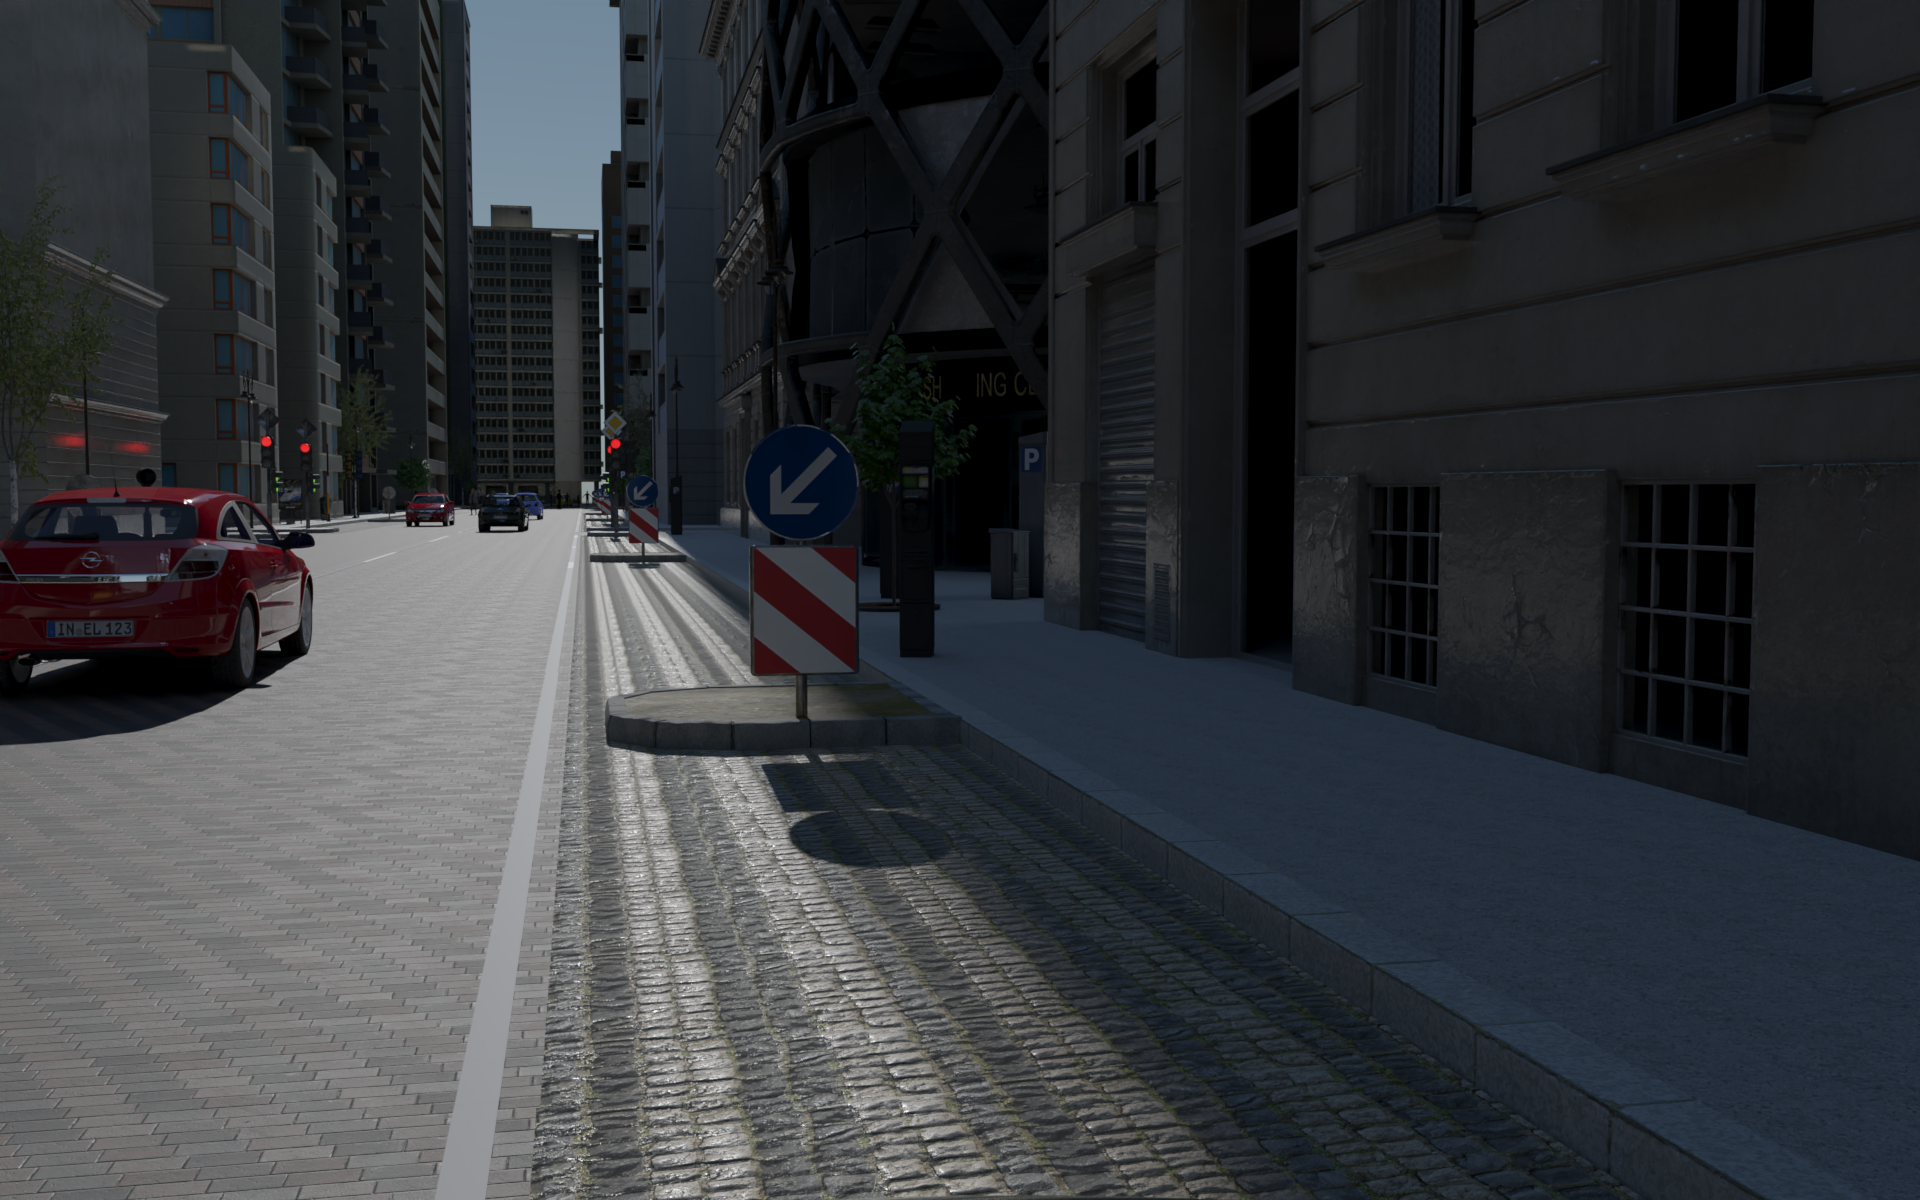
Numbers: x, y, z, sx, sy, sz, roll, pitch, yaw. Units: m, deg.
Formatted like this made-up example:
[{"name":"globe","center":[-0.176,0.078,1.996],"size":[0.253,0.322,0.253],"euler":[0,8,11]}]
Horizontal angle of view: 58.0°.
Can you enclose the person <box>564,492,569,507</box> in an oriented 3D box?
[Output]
[{"name":"person","center":[-43.052,-10.978,189.460],"size":[0.415,1.643,0.593],"euler":[2,4,29]}]

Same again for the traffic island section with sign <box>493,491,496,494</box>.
[{"name":"traffic island section with sign","center":[-51.547,-11.180,191.417],"size":[1.989,1.847,2.006],"euler":[-1,4,-12]}]

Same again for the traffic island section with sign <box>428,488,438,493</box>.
[{"name":"traffic island section with sign","center":[-34.956,-6.511,115.081],"size":[1.989,1.847,2.006],"euler":[-1,4,-12]}]

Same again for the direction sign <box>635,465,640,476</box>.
[{"name":"direction sign","center":[-25.120,-8.797,135.834],"size":[0.379,3.537,0.876],"euler":[2,4,32]}]

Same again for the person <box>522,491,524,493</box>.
[{"name":"person","center":[-45.390,-10.429,179.732],"size":[1.217,1.735,0.721],"euler":[-2,4,-27]}]

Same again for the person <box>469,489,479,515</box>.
[{"name":"person","center":[-33.238,-6.722,118.585],"size":[0.709,1.800,0.728],"euler":[1,4,8]}]

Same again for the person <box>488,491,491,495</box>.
[{"name":"person","center":[-50.110,-10.746,184.911],"size":[1.217,1.743,0.721],"euler":[-1,4,-18]}]

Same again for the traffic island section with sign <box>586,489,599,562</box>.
[{"name":"traffic island section with sign","center":[-6.893,-1.732,36.944],"size":[1.989,1.847,2.006],"euler":[-1,4,-12]}]

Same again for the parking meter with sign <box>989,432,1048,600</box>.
[{"name":"parking meter with sign","center":[1.065,-1.550,21.596],"size":[0.543,3.016,1.738],"euler":[3,5,39]}]

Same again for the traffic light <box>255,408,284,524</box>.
[{"name":"traffic light","center":[-22.505,-4.129,56.423],"size":[0.839,4.253,0.868],"euler":[-1,4,-12]}]

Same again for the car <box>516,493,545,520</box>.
[{"name":"car","center":[-24.335,-5.364,97.285],"size":[1.945,1.707,3.694],"euler":[-1,4,-11]}]

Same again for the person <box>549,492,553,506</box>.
[{"name":"person","center":[-47.991,-11.844,202.950],"size":[0.742,1.727,0.445],"euler":[3,4,38]}]

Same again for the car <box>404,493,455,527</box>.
[{"name":"car","center":[-23.824,-4.212,77.913],"size":[2.155,1.783,4.494],"euler":[-1,4,-11]}]

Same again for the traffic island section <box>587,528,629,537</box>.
[{"name":"traffic island section","center":[-11.657,-2.240,58.902],"size":[2.009,0.180,2.903],"euler":[-1,4,-12]}]

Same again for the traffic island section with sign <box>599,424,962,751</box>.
[{"name":"traffic island section with sign","center":[-1.162,-0.120,10.595],"size":[1.989,1.847,2.006],"euler":[-1,4,-12]}]

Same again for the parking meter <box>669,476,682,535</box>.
[{"name":"parking meter","center":[-8.914,-2.972,54.310],"size":[0.399,1.863,0.255],"euler":[-1,4,-10]}]

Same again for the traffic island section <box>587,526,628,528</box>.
[{"name":"traffic island section","center":[-13.354,-2.717,66.706],"size":[2.009,0.180,2.903],"euler":[-1,4,-12]}]

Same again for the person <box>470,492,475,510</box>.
[{"name":"person","center":[-43.318,-8.851,154.023],"size":[0.445,1.727,0.742],"euler":[0,4,4]}]

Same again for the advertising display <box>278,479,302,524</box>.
[{"name":"advertising display","center":[-28.797,-4.236,74.466],"size":[0.974,1.923,0.123],"euler":[-1,4,-22]}]

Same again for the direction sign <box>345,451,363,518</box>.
[{"name":"direction sign","center":[-31.914,-6.069,91.220],"size":[0.876,3.537,0.379],"euler":[-2,4,-29]}]

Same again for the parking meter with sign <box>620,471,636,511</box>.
[{"name":"parking meter with sign","center":[-24.959,-8.243,131.031],"size":[0.543,3.016,1.738],"euler":[2,4,25]}]

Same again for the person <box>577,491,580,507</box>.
[{"name":"person","center":[-43.382,-11.455,196.520],"size":[0.721,1.736,1.217],"euler":[0,4,-7]}]

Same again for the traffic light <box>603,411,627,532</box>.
[{"name":"traffic light","center":[-11.699,-4.273,58.780],"size":[0.839,4.253,0.868],"euler":[-1,4,-12]}]

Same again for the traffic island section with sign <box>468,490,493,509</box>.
[{"name":"traffic island section with sign","center":[-45.704,-9.536,164.542],"size":[1.989,1.847,2.006],"euler":[-1,4,-12]}]

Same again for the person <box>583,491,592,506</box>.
[{"name":"person","center":[-45.354,-12.378,210.835],"size":[1.348,1.831,0.705],"euler":[-2,4,-32]}]

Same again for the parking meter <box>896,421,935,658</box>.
[{"name":"parking meter","center":[-0.339,-0.487,13.679],"size":[0.255,1.863,0.399],"euler":[0,4,3]}]

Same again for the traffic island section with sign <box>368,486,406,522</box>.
[{"name":"traffic island section with sign","center":[-29.223,-4.900,88.741],"size":[1.989,1.847,2.006],"euler":[-1,4,-12]}]

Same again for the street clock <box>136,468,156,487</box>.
[{"name":"street clock","center":[-22.867,-2.700,48.714],"size":[0.358,2.002,0.471],"euler":[3,5,42]}]

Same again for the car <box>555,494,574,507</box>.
[{"name":"car","center":[-44.060,-11.173,192.899],"size":[2.015,1.641,3.980],"euler":[-1,4,-12]}]

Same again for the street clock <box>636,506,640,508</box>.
[{"name":"street clock","center":[-19.552,-6.150,105.125],"size":[0.471,2.002,0.358],"euler":[-3,5,-41]}]

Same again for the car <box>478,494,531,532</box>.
[{"name":"car","center":[-17.725,-3.518,67.310],"size":[2.009,1.686,4.222],"euler":[-1,4,-11]}]

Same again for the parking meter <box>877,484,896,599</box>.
[{"name":"parking meter","center":[-0.800,-0.952,21.284],"size":[0.399,1.863,0.255],"euler":[1,4,15]}]

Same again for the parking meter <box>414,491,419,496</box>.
[{"name":"parking meter","center":[-43.113,-7.890,137.405],"size":[0.372,1.533,0.369],"euler":[0,3,0]}]

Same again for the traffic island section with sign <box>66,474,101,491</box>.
[{"name":"traffic island section with sign","center":[-17.351,-1.560,34.137],"size":[1.989,1.847,2.006],"euler":[-1,4,-12]}]

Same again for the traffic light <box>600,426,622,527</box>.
[{"name":"traffic light","center":[-13.395,-4.750,66.583],"size":[0.839,4.253,0.868],"euler":[-1,4,-12]}]

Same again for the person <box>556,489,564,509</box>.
[{"name":"person","center":[-37.468,-9.414,162.046],"size":[0.705,1.869,1.348],"euler":[-3,5,-43]}]

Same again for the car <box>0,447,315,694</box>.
[{"name":"car","center":[-6.435,-0.305,14.035],"size":[2.155,1.783,4.494],"euler":[-1,4,-12]}]

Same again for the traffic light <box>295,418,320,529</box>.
[{"name":"traffic light","center":[-24.201,-4.606,64.226],"size":[0.839,4.253,0.868],"euler":[-1,4,-12]}]
